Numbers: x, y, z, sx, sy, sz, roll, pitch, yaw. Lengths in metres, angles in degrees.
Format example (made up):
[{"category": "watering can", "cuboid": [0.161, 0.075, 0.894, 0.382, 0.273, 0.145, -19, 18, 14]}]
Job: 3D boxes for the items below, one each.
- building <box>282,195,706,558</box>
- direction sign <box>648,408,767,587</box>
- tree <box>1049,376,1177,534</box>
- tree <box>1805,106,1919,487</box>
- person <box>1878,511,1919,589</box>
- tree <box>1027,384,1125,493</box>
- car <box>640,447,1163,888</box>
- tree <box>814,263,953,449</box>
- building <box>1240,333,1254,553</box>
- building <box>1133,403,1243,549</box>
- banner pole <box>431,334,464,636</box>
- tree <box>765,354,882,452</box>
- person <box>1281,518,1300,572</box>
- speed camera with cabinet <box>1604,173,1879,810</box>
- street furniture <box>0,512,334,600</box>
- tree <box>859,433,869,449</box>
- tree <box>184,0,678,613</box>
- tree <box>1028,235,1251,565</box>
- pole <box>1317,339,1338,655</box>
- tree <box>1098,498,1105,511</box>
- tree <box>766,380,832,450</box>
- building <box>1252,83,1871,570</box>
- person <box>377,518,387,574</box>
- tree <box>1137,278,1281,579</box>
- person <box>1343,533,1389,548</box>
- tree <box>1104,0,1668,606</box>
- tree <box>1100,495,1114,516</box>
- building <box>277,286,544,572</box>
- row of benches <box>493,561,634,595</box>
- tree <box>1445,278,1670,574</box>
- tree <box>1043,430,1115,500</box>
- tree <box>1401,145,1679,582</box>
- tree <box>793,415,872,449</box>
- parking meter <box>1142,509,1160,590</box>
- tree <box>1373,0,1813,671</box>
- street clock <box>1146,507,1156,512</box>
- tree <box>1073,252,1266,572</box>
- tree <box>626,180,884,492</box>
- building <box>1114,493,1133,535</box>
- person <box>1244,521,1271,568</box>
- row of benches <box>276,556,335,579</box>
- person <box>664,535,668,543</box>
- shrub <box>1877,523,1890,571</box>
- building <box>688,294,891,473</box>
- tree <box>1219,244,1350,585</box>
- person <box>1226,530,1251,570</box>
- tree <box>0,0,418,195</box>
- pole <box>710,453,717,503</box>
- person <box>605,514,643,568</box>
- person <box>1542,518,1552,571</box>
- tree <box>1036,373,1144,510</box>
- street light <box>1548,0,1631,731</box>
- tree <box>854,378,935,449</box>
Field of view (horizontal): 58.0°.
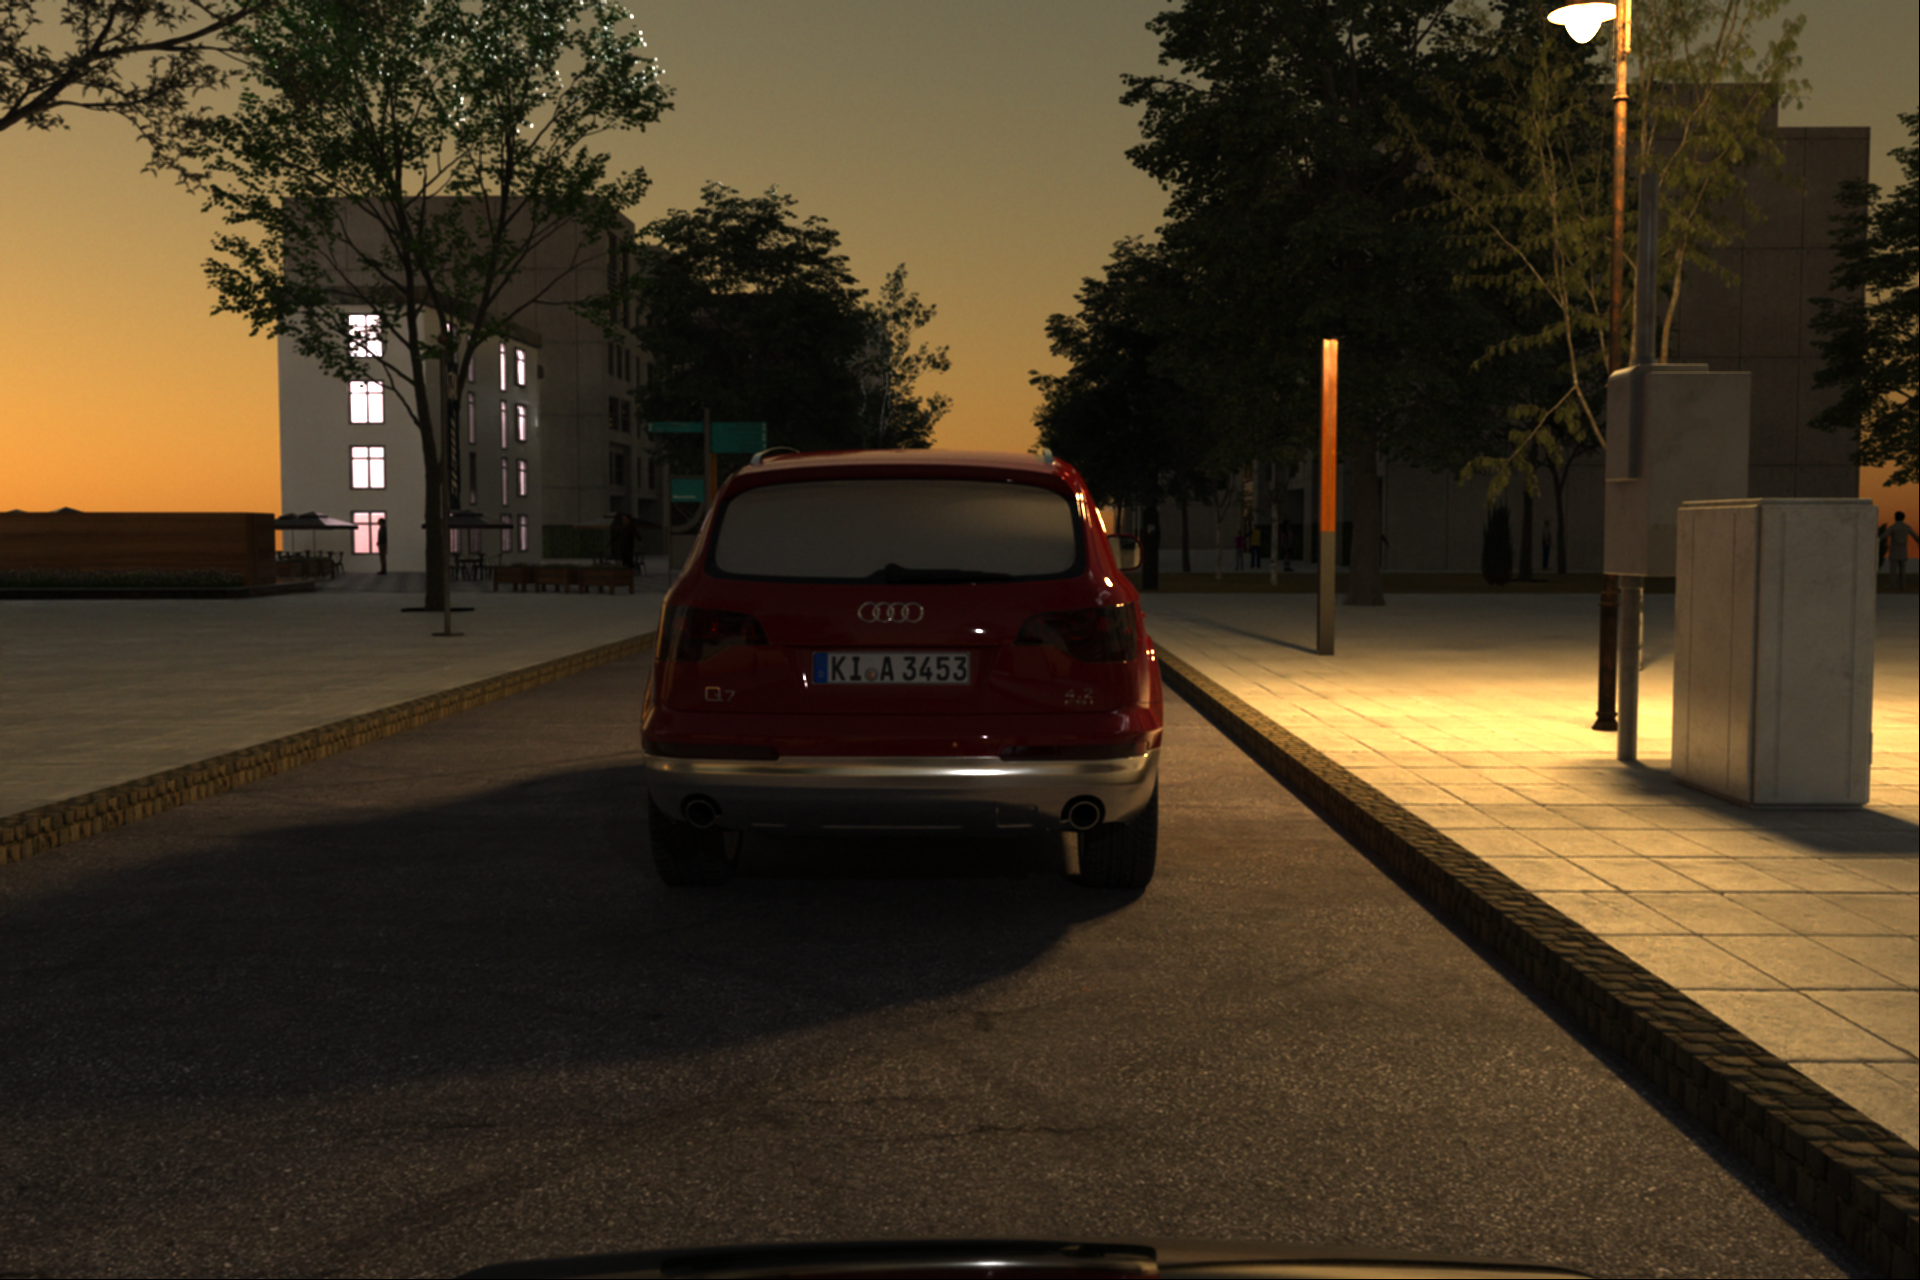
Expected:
[{"category": "building", "cuboid": [-26.604, -14.690, 106.647, 16.747, 18.905, 31.486, 0, 4, 2]}, {"category": "direction sign", "cuboid": [-5.360, -2.976, 37.412, 2.525, 3.948, 1.411, 0, 4, 0]}, {"category": "tree", "cuboid": [8.519, -9.778, 94.276, 8.767, 10.594, 7.601, 1, 4, 15]}, {"category": "tree", "cuboid": [25.803, -7.735, 44.596, 7.486, 12.596, 7.792, 0, 3, 0]}, {"category": "person", "cuboid": [21.835, -2.089, 40.339, 1.347, 1.806, 0.705, 0, 4, -4]}, {"category": "tree", "cuboid": [8.368, -11.738, 117.674, 9.928, 11.665, 9.643, 0, 3, 0]}, {"category": "car", "cuboid": [-0.185, 0.006, 8.569, 2.281, 1.827, 5.304, 0, 4, 1]}, {"category": "tree", "cuboid": [-6.191, -16.318, 122.688, 12.611, 20.169, 13.585, 0, 3, 0]}, {"category": "building", "cuboid": [28.809, -17.167, 111.609, 19.493, 23.208, 18.063, 0, 4, 1]}, {"category": "building", "cuboid": [25.942, -18.173, 163.580, 16.747, 18.905, 31.486, 0, 4, 2]}, {"category": "banner pole", "cuboid": [-6.481, -1.958, 22.036, 0.401, 3.779, 0.863, 0, 4, 1]}, {"category": "tree", "cuboid": [-7.195, -9.129, 83.679, 8.767, 10.594, 7.601, 2, 4, 29]}, {"category": "person", "cuboid": [11.271, -3.257, 59.391, 0.704, 1.843, 1.345, 3, 4, 36]}, {"category": "speed camera with cabinet", "cuboid": [3.963, -0.892, 8.927, 0.660, 3.252, 2.038, 0, 4, 1]}, {"category": "street furniture", "cuboid": [-18.745, -1.815, 36.534, 9.812, 1.723, 11.010, 0, 4, -5]}, {"category": "tree", "cuboid": [-6.607, -9.216, 101.050, 4.737, 8.622, 4.395, 0, 3, 0]}, {"category": "tree", "cuboid": [-8.648, -6.293, 28.647, 9.928, 11.665, 9.643, 0, 3, 0]}, {"category": "tree", "cuboid": [7.782, -10.086, 71.559, 9.857, 13.997, 8.962, 0, 3, 0]}, {"category": "pole", "cuboid": [3.876, -1.494, 18.278, 0.158, 3.312, 0.155, 0, 3, 0]}, {"category": "tree", "cuboid": [9.136, -12.803, 143.735, 8.767, 10.594, 7.601, 0, 4, -3]}, {"category": "tree", "cuboid": [-7.236, -7.479, 72.651, 4.360, 8.622, 3.978, 0, 3, 0]}, {"category": "building", "cuboid": [23.799, -12.868, 76.851, 16.747, 18.905, 31.486, 0, 4, 1]}, {"category": "person", "cuboid": [-18.462, -2.996, 55.261, 0.705, 1.796, 1.348, -1, 4, -16]}, {"category": "tree", "cuboid": [7.497, -6.036, 49.059, 4.360, 8.622, 3.978, 0, 3, 0]}, {"category": "person", "cuboid": [11.198, -2.536, 47.594, 1.348, 1.813, 0.705, -1, 4, -11]}, {"category": "tree", "cuboid": [7.255, -7.588, 30.726, 9.857, 13.997, 8.962, 0, 3, 0]}, {"category": "tree", "cuboid": [22.524, -19.723, 232.832, 12.009, 13.543, 11.850, 0, 3, 0]}, {"category": "building", "cuboid": [-22.078, -7.993, 72.836, 9.099, 9.664, 28.070, 0, 4, 2]}, {"category": "row of benches", "cuboid": [-8.671, -1.376, 37.958, 4.104, 0.672, 1.422, 3, 4, 37]}, {"category": "tree", "cuboid": [19.418, -7.413, 55.612, 8.767, 10.594, 7.601, 1, 4, 11]}, {"category": "tree", "cuboid": [8.988, -12.099, 132.224, 8.767, 10.594, 7.601, 3, 5, 44]}, {"category": "tree", "cuboid": [15.426, -7.382, 46.455, 9.928, 11.665, 9.643, 0, 3, 0]}, {"category": "tree", "cuboid": [-7.373, -8.642, 91.658, 4.360, 8.622, 3.978, 0, 3, 0]}, {"category": "parking meter", "cuboid": [4.420, -2.100, 40.044, 0.399, 1.863, 0.255, 0, 4, 2]}, {"category": "tree", "cuboid": [6.365, -4.003, 15.806, 4.360, 8.622, 3.978, 0, 3, 0]}, {"category": "street clock", "cuboid": [5.034, -2.510, 45.613, 0.358, 2.002, 0.471, 0, 3, 0]}, {"category": "tree", "cuboid": [7.329, -7.575, 58.267, 7.601, 10.594, 8.767, -1, 4, -12]}, {"category": "tree", "cuboid": [-7.386, -9.492, 61.856, 9.857, 13.997, 8.962, 0, 3, 0]}, {"category": "building", "cuboid": [28.145, -22.873, 204.897, 19.493, 23.208, 18.063, 0, 4, 1]}, {"category": "person", "cuboid": [11.030, -3.562, 64.704, 1.216, 1.772, 0.721, 0, 4, -4]}, {"category": "row of benches", "cuboid": [-17.996, -1.958, 47.481, 1.422, 0.672, 4.104, 0, 4, -4]}, {"category": "person", "cuboid": [-11.707, -3.962, 71.576, 1.217, 1.733, 0.721, 1, 4, 18]}, {"category": "shrub", "cuboid": [27.473, -2.987, 52.872, 1.661, 2.075, 1.752, 0, 3, 0]}, {"category": "building", "cuboid": [-21.467, -19.564, 163.853, 27.936, 21.610, 32.646, 0, 4, 1]}, {"category": "tree", "cuboid": [8.099, -5.675, 43.154, 4.737, 8.622, 4.395, 0, 3, 0]}, {"category": "person", "cuboid": [9.919, -3.200, 61.584, 0.991, 1.433, 0.599, -1, 4, -16]}, {"category": "tree", "cuboid": [-8.324, -6.178, 11.382, 12.009, 13.543, 11.850, 0, 3, 0]}, {"category": "pole", "cuboid": [-5.483, -2.730, 38.483, 0.158, 3.312, 0.155, 0, 3, 0]}, {"category": "person", "cuboid": [-8.725, -2.393, 45.261, 1.346, 1.812, 0.704, 3, 4, 36]}, {"category": "person", "cuboid": [20.504, -3.340, 60.459, 0.705, 1.847, 1.347, 2, 4, 24]}, {"category": "tree", "cuboid": [8.437, -11.123, 107.611, 9.928, 11.665, 9.643, 0, 3, 0]}, {"category": "street light", "cuboid": [4.235, -2.347, 11.169, 0.468, 5.910, 1.993, 0, 4, 1]}, {"category": "tree", "cuboid": [-6.713, -14.184, 138.569, 9.857, 13.997, 8.962, 0, 3, 0]}]
